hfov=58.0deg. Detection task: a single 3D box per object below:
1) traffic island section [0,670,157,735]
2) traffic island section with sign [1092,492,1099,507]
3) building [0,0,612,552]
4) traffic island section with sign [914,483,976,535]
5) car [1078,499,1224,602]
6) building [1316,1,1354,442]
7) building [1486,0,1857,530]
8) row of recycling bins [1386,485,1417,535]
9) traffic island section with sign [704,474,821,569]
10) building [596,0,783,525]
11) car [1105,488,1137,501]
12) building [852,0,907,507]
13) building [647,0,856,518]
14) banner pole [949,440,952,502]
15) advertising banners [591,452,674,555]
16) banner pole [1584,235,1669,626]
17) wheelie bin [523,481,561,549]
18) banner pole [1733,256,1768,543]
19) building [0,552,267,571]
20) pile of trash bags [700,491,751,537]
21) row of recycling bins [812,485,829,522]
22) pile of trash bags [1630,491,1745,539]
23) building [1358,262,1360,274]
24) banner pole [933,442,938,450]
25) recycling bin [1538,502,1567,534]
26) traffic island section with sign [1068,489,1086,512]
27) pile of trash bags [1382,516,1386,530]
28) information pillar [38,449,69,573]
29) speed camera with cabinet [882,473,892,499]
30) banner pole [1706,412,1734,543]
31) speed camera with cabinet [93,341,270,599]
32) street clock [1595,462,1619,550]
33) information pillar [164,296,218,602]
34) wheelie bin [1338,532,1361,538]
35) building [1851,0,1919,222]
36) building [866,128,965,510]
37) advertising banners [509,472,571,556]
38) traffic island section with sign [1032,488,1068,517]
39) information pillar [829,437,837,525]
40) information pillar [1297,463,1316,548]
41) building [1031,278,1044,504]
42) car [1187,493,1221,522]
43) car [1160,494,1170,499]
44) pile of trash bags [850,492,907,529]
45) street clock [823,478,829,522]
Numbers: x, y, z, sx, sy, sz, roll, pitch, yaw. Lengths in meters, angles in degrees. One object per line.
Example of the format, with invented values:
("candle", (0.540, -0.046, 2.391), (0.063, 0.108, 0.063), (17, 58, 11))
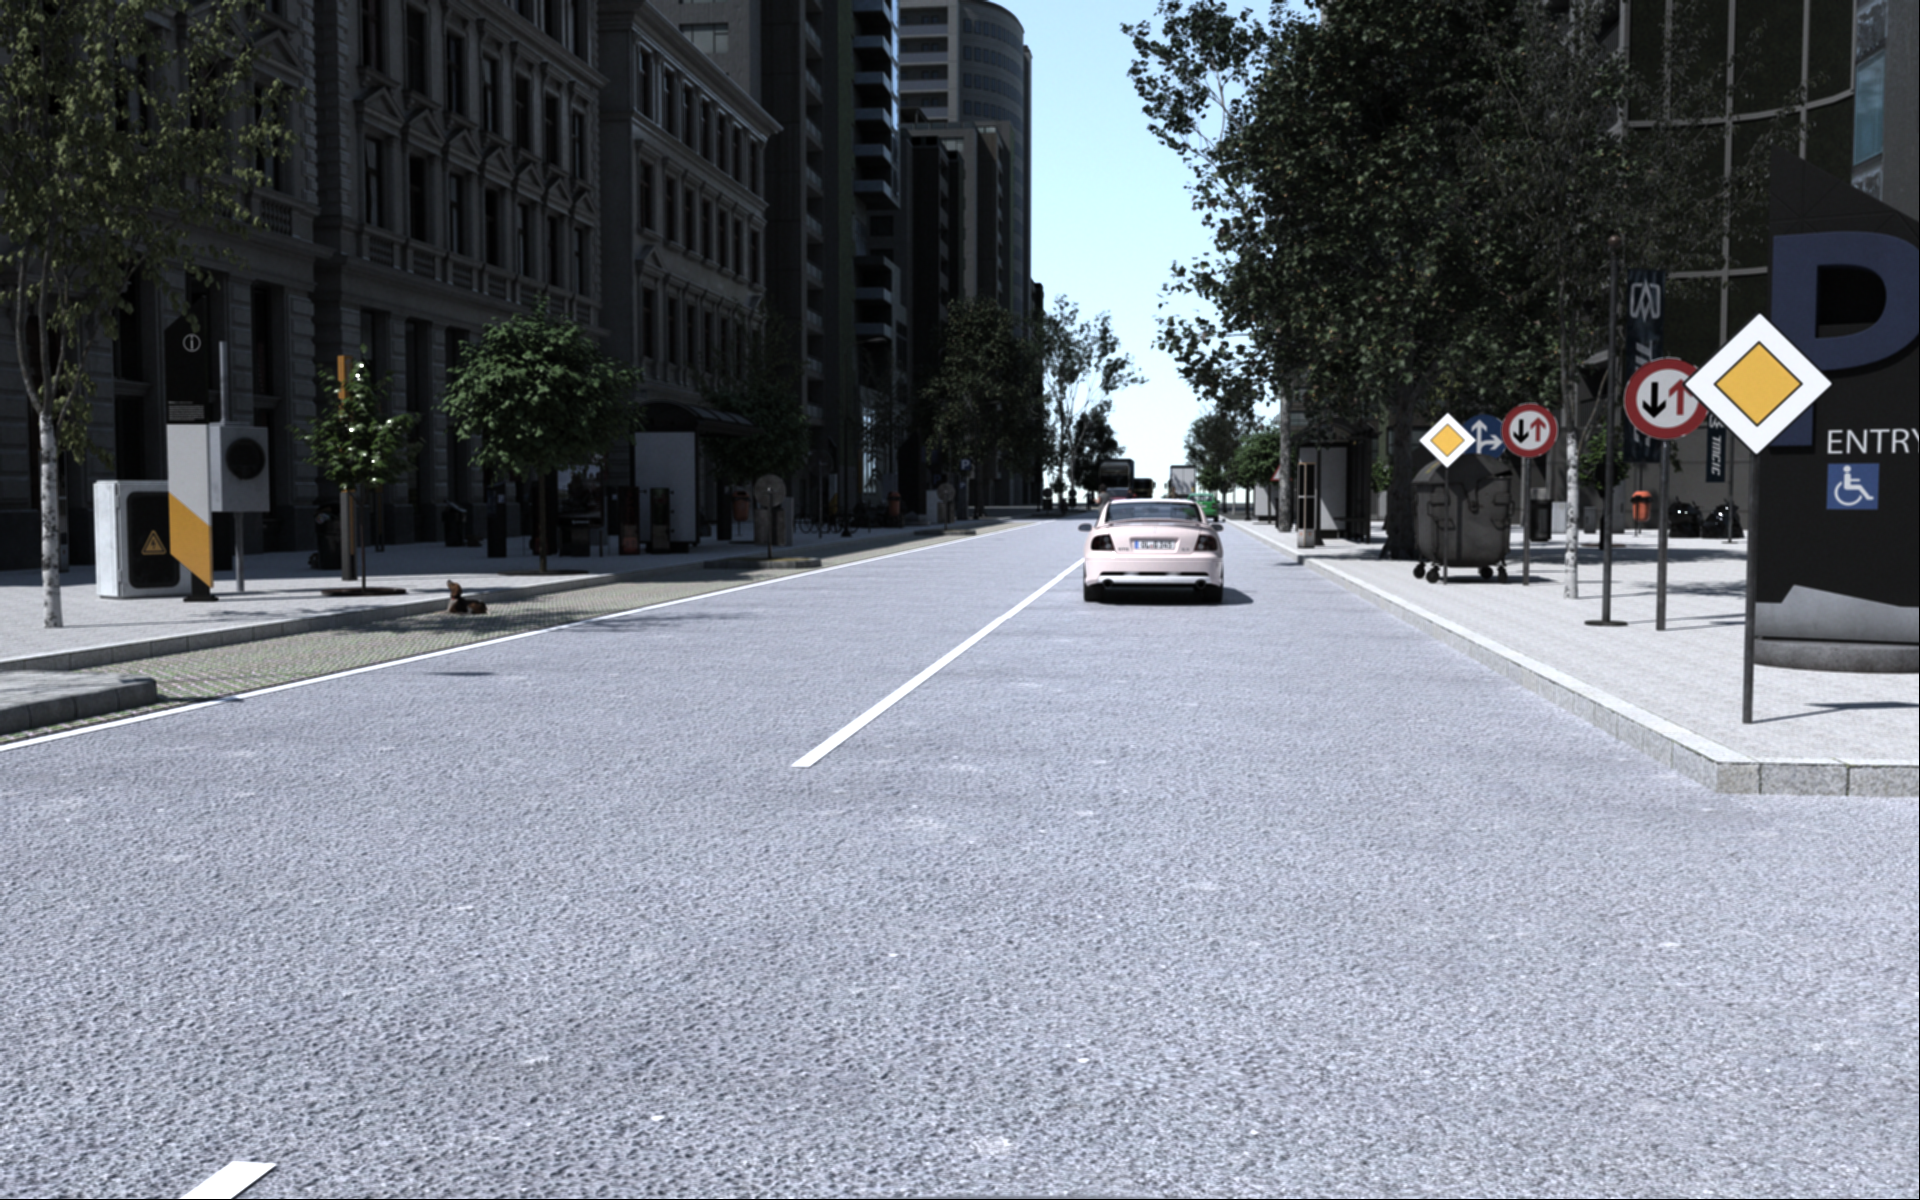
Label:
("traffic island section", (-6.583, 0.687, 11.055), (2.009, 0.180, 2.903), (0, 4, 7))
("traffic island section with sign", (15.692, -11.196, 191.677), (1.989, 1.847, 2.006), (0, 4, 7))
("building", (-18.163, -13.532, 50.133), (11.050, 23.489, 19.941), (0, 4, 7))
("traffic island section with sign", (-0.483, -3.175, 60.542), (1.989, 1.847, 2.006), (0, 4, 7))
("car", (2.692, -0.735, 24.384), (2.083, 1.381, 4.827), (0, 4, 5))
("building", (42.463, -33.335, 134.262), (28.713, 52.752, 27.495), (0, 4, 7))
("building", (32.250, -38.299, 64.440), (20.563, 71.187, 20.611), (0, 4, 7))
("row of recycling bins", (14.632, -2.824, 53.288), (1.069, 1.692, 3.534), (-3, 5, -40))
("traffic island section with sign", (-3.780, -1.539, 33.788), (1.989, 1.847, 2.006), (0, 4, 7))
("building", (-15.174, -14.330, 70.456), (11.583, 22.565, 21.152), (0, 4, 7))
("car", (9.590, -5.903, 105.186), (2.281, 1.827, 5.304), (0, 4, 6))
("building", (-15.082, -49.189, 116.917), (22.319, 86.520, 31.000), (0, 4, 7))
("building", (-13.917, -25.167, 95.076), (14.154, 41.232, 14.086), (0, 4, 7))
("banner pole", (-0.452, -5.488, 79.738), (0.401, 3.779, 0.863), (0, 4, 3))
("advertising banners", (-6.933, -2.458, 36.377), (2.074, 3.025, 0.090), (-3, 5, -41))
("banner pole", (6.555, -1.648, 16.956), (0.863, 3.779, 0.401), (-1, 4, -20))
("wheelie bin", (-9.686, -1.986, 40.383), (0.980, 1.594, 0.693), (0, 4, 3))
("banner pole", (7.697, -1.614, 16.398), (0.401, 3.779, 0.863), (3, 4, 37))
("building", (-20.484, -12.323, 30.364), (11.050, 23.489, 19.941), (0, 4, 7))
("pile of trash bags", (-8.079, -2.632, 52.785), (3.447, 1.369, 1.912), (-1, 4, -19))
("row of recycling bins", (-6.453, -4.525, 81.104), (1.069, 1.692, 3.534), (0, 4, -5))
("pile of trash bags", (21.412, -2.535, 51.206), (1.912, 1.369, 3.447), (-3, 4, -36))
("building", (33.232, -20.998, 115.010), (14.160, 30.474, 14.107), (0, 4, 7))
("banner pole", (-1.141, -5.710, 83.382), (0.401, 3.779, 0.863), (-2, 4, -26))
("recycling bin", (19.190, -2.662, 56.081), (0.722, 1.027, 0.722), (0, 4, 3))
("traffic island section with sign", (8.967, -7.859, 137.119), (1.989, 1.847, 2.006), (0, 4, 7))
("pile of trash bags", (16.895, -3.203, 62.116), (3.447, 1.369, 1.912), (-2, 4, -34))
("information pillar", (-14.754, -1.450, 28.199), (0.304, 2.012, 0.304), (0, 4, -1))
("speed camera with cabinet", (-2.670, -5.021, 76.421), (0.660, 3.252, 2.038), (2, 4, 29))
("banner pole", (19.872, -3.372, 45.146), (0.863, 3.779, 0.401), (1, 4, 11))
("speed camera with cabinet", (-9.815, -1.685, 21.892), (0.660, 3.252, 2.038), (3, 4, 37))
("street clock", (14.775, -2.144, 39.625), (0.471, 2.002, 0.358), (0, 4, -6))
("information pillar", (-9.150, -1.788, 20.582), (0.504, 3.616, 0.183), (0, 4, -1))
("wheelie bin", (11.442, -2.620, 50.749), (0.693, 1.594, 0.980), (-2, 4, -26))
("building", (30.427, -24.767, 24.545), (30.456, 49.044, 23.786), (0, 4, 7))
("building", (-7.343, -22.548, 140.359), (14.160, 30.474, 14.107), (0, 4, 7))
("advertising banners", (-8.736, -2.447, 36.196), (2.074, 3.025, 0.090), (2, 4, 28))
("traffic island section with sign", (5.621, -6.200, 109.999), (1.989, 1.847, 2.006), (0, 4, 7))
("information pillar", (-5.200, -4.856, 70.756), (0.183, 3.616, 0.504), (-3, 4, -39))
("information pillar", (8.207, -2.234, 41.010), (0.304, 2.012, 0.304), (-2, 4, -23))
("building", (3.551, -27.944, 228.588), (14.160, 30.474, 14.107), (0, 4, 7))
("car", (12.450, -4.925, 89.313), (1.959, 1.807, 4.718), (1, 4, 9))
("car", (25.669, -12.307, 213.021), (2.131, 1.459, 4.920), (1, 4, 8))
("pile of trash bags", (-2.920, -3.423, 65.726), (1.912, 1.369, 3.447), (-1, 4, -20))
("street clock", (-5.988, -4.472, 77.689), (0.358, 2.002, 0.471), (-1, 4, -19))
